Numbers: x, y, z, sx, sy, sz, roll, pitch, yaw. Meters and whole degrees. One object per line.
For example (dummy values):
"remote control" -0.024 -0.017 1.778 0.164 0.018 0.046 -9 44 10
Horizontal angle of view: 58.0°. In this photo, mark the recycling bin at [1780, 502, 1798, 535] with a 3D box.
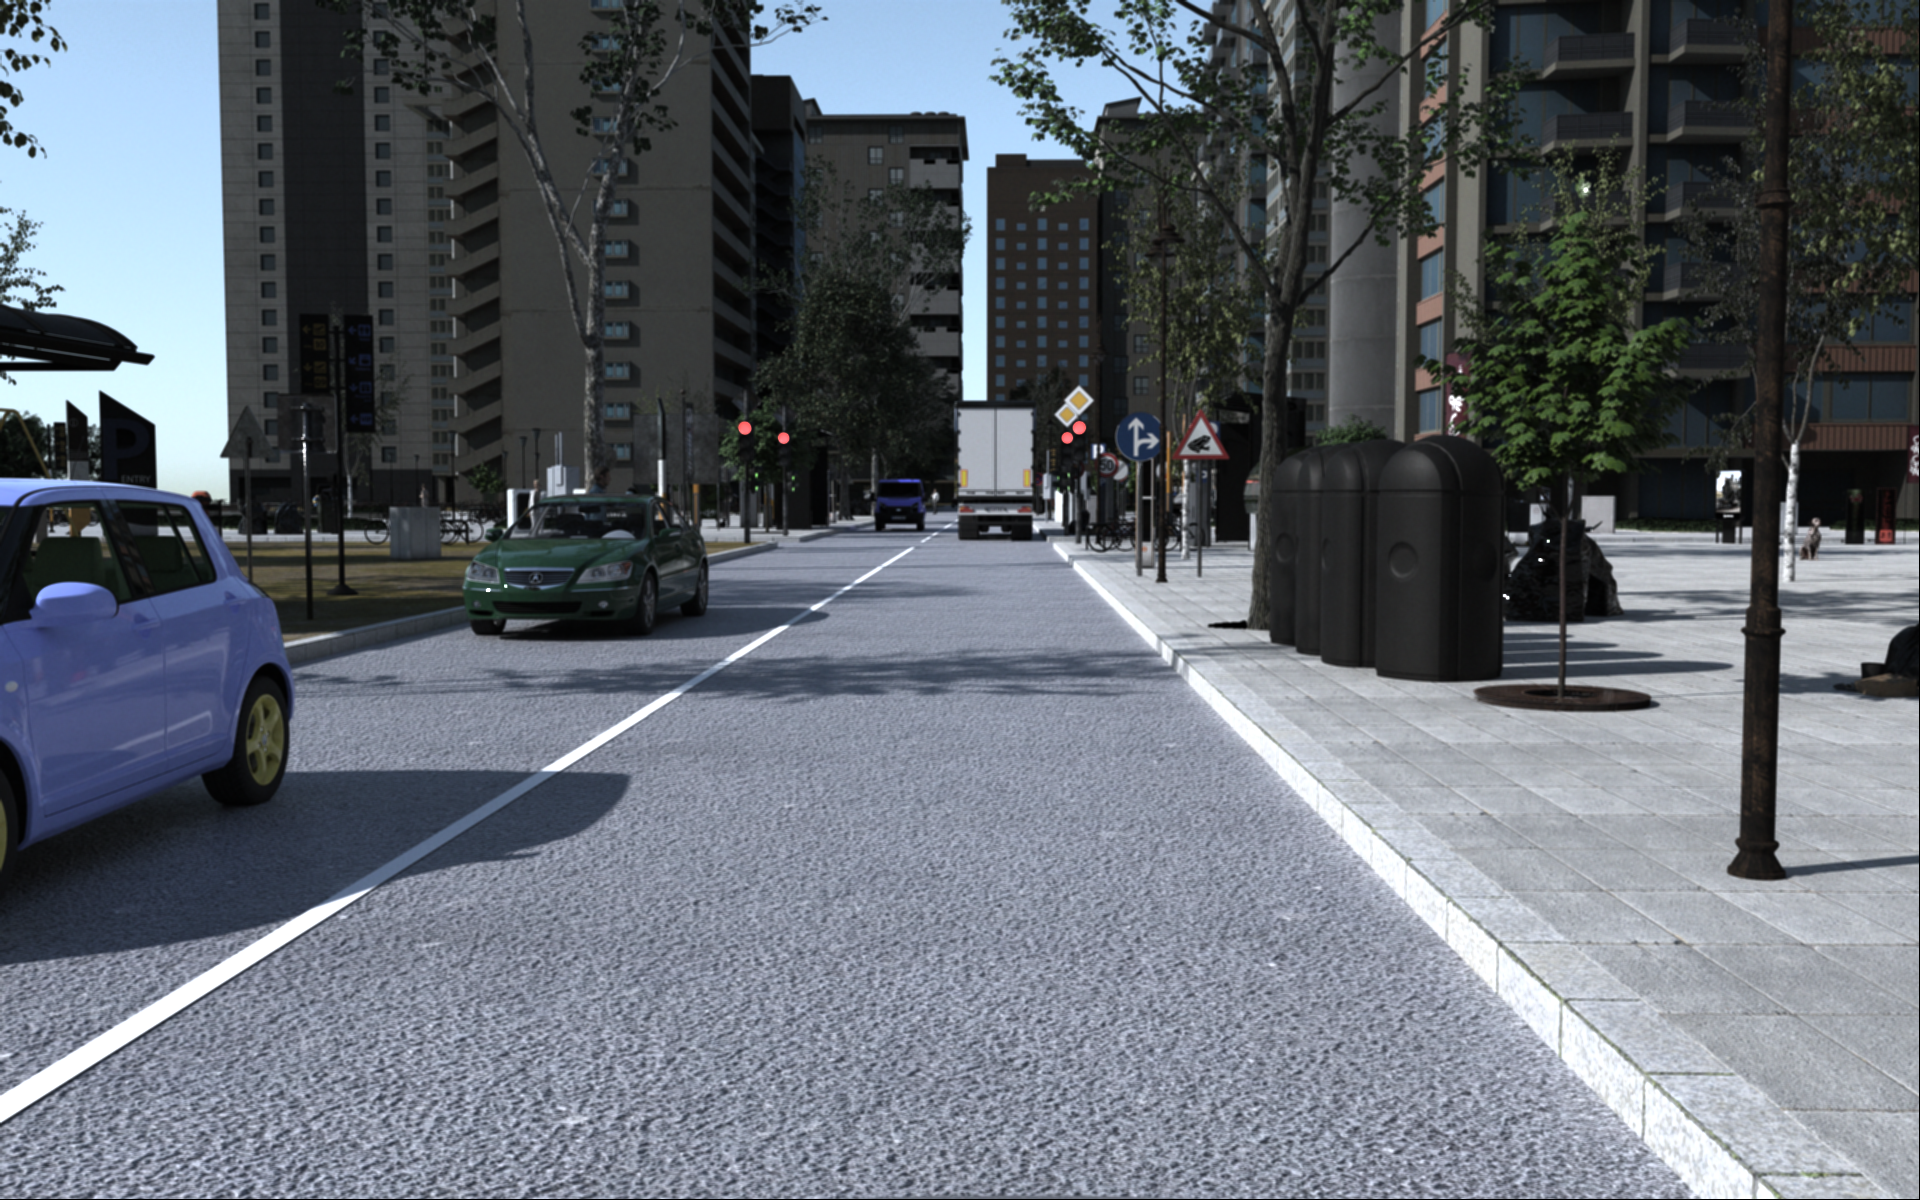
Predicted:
"recycling bin" 25.805 -2.557 54.362 0.722 1.027 0.722 0 4 5

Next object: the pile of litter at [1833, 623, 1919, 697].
"pile of litter" 6.531 0.186 10.930 1.719 0.858 1.176 3 5 43

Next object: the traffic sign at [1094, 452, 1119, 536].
"traffic sign" 4.495 -3.240 53.084 0.768 2.556 0.104 1 4 11

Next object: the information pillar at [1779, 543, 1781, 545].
"information pillar" 20.574 -3.202 43.700 0.183 3.616 0.504 0 4 3

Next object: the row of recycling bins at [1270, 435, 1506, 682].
"row of recycling bins" 3.204 -0.390 13.489 1.069 1.692 3.534 0 4 -5

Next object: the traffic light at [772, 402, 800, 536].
"traffic light" -5.327 -3.914 52.909 0.839 4.253 0.868 0 4 1

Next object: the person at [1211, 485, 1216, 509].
"person" 14.520 -5.621 98.128 0.661 1.801 0.590 -2 4 -34

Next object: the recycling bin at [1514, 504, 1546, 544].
"recycling bin" 14.626 -1.952 44.463 0.722 1.027 0.722 1 4 22

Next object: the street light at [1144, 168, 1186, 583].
"street light" 2.935 -3.194 25.017 0.468 5.910 1.993 0 4 1

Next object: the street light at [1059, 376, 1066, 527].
"street light" 4.098 -5.837 68.215 0.468 5.910 1.993 0 4 1

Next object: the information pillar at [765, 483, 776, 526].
"information pillar" -7.513 -4.743 68.896 0.504 3.616 0.183 -1 4 -13

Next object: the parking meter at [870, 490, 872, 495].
"parking meter" -5.263 -5.933 105.414 0.372 1.533 0.369 0 3 0

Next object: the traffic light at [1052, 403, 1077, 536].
"traffic light" 3.233 -3.903 52.727 0.839 4.253 0.868 0 4 1

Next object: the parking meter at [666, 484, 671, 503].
"parking meter" -9.108 -2.941 53.800 0.255 1.863 0.399 2 4 23

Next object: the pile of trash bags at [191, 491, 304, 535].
"pile of trash bags" -22.664 -2.777 55.164 3.447 1.369 1.912 -1 4 -12

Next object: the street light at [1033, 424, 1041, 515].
"street light" 4.900 -8.263 107.888 0.468 5.910 1.993 0 4 1

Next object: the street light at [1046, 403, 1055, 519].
"street light" 4.575 -7.052 88.083 0.468 5.910 1.993 0 4 1

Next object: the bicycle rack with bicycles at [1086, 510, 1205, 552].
"bicycle rack with bicycles" 4.113 -1.582 39.243 2.925 0.926 2.852 0 4 -7

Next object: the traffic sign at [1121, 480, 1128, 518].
"traffic sign" 8.587 -5.607 91.775 0.768 2.556 0.104 0 4 6

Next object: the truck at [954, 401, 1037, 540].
"truck" 1.174 -4.196 57.515 2.839 4.237 11.283 0 4 1

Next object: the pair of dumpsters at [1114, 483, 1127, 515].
"pair of dumpsters" 9.162 -6.214 104.097 1.574 2.255 4.437 0 4 1

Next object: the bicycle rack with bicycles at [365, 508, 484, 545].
"bicycle rack with bicycles" -13.700 -1.892 44.317 2.925 0.926 2.852 -1 4 -16

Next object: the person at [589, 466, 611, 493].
"person" -4.635 -0.800 21.931 0.444 1.785 0.601 -1 4 -8

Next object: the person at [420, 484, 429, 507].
"person" -25.731 -4.698 83.198 0.374 1.781 0.599 1 4 17

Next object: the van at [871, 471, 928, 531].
"van" -2.364 -3.950 68.969 2.240 2.365 5.245 0 4 0

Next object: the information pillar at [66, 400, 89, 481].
"information pillar" -22.023 -3.174 43.244 0.183 3.616 0.504 3 5 44

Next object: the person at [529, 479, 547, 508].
"person" -11.809 -2.451 48.451 0.514 1.842 0.818 -1 4 -22

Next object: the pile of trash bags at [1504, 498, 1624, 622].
"pile of trash bags" 5.442 -0.491 17.778 1.912 1.369 3.447 3 5 39

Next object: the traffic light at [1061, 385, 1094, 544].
"traffic light" 3.047 -3.414 44.744 0.839 4.253 0.868 0 4 1

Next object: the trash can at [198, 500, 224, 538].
"trash can" -18.670 -1.920 43.038 0.748 1.137 0.748 0 3 0

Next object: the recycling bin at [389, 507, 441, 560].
"recycling bin" -10.699 -1.313 34.028 0.722 1.027 0.722 3 4 38

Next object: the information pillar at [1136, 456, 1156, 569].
"information pillar" 3.211 -1.554 29.895 0.304 2.012 0.304 1 4 16

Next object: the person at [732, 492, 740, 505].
"person" -17.568 -7.702 135.167 0.628 1.438 0.799 3 5 42

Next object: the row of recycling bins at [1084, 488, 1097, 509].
"row of recycling bins" 7.966 -6.410 111.924 3.534 1.692 1.069 -1 4 -13

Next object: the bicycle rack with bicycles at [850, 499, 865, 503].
"bicycle rack with bicycles" -6.713 -6.863 125.585 2.852 0.926 2.925 -1 4 -19

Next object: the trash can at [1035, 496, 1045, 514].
"trash can" 5.072 -6.027 110.195 0.748 1.137 0.748 0 3 0

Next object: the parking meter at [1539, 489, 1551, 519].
"parking meter" 18.669 -2.867 55.292 0.372 1.533 0.369 0 3 0

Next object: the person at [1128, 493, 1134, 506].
"person" 13.824 -8.219 140.060 0.705 1.869 1.348 1 4 18

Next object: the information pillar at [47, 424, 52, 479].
"information pillar" -30.378 -4.066 57.827 0.183 3.616 0.504 -2 4 -28

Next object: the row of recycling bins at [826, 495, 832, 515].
"row of recycling bins" -8.450 -5.922 103.940 1.069 1.692 3.534 1 4 14

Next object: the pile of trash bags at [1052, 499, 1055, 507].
"pile of trash bags" 7.467 -6.467 115.495 3.447 1.369 1.912 -1 4 -20

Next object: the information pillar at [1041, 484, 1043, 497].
"information pillar" 6.127 -7.513 127.329 0.304 2.012 0.304 -3 5 -41

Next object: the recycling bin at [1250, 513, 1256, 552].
"recycling bin" 6.874 -1.580 38.387 0.722 1.027 0.722 2 4 27

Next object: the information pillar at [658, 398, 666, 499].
"information pillar" -7.223 -3.096 41.973 0.183 3.616 0.504 -1 4 -22

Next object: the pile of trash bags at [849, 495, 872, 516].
"pile of trash bags" -5.609 -5.664 102.356 3.447 1.369 1.912 3 5 43

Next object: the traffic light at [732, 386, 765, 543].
"traffic light" -5.512 -3.425 44.926 0.839 4.253 0.868 0 4 1

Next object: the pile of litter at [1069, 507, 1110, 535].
"pile of litter" 4.142 -2.524 55.225 1.719 0.858 1.176 -2 4 -30

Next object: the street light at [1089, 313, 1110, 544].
"street light" 3.555 -4.378 44.368 0.468 5.910 1.993 0 4 1

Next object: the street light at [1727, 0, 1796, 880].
"street light" 2.683 -2.010 5.657 0.468 5.910 1.993 0 4 1

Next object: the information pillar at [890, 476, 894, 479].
"information pillar" -4.870 -8.233 125.964 0.504 3.616 0.183 -1 4 -13

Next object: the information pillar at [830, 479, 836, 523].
"information pillar" -5.695 -4.433 76.964 0.304 2.012 0.304 2 4 25

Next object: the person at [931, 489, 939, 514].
"person" -1.799 -7.057 123.983 0.679 1.850 0.850 2 4 27

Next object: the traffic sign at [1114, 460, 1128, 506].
"traffic sign" 5.872 -3.931 64.383 0.768 2.556 0.104 0 4 4
